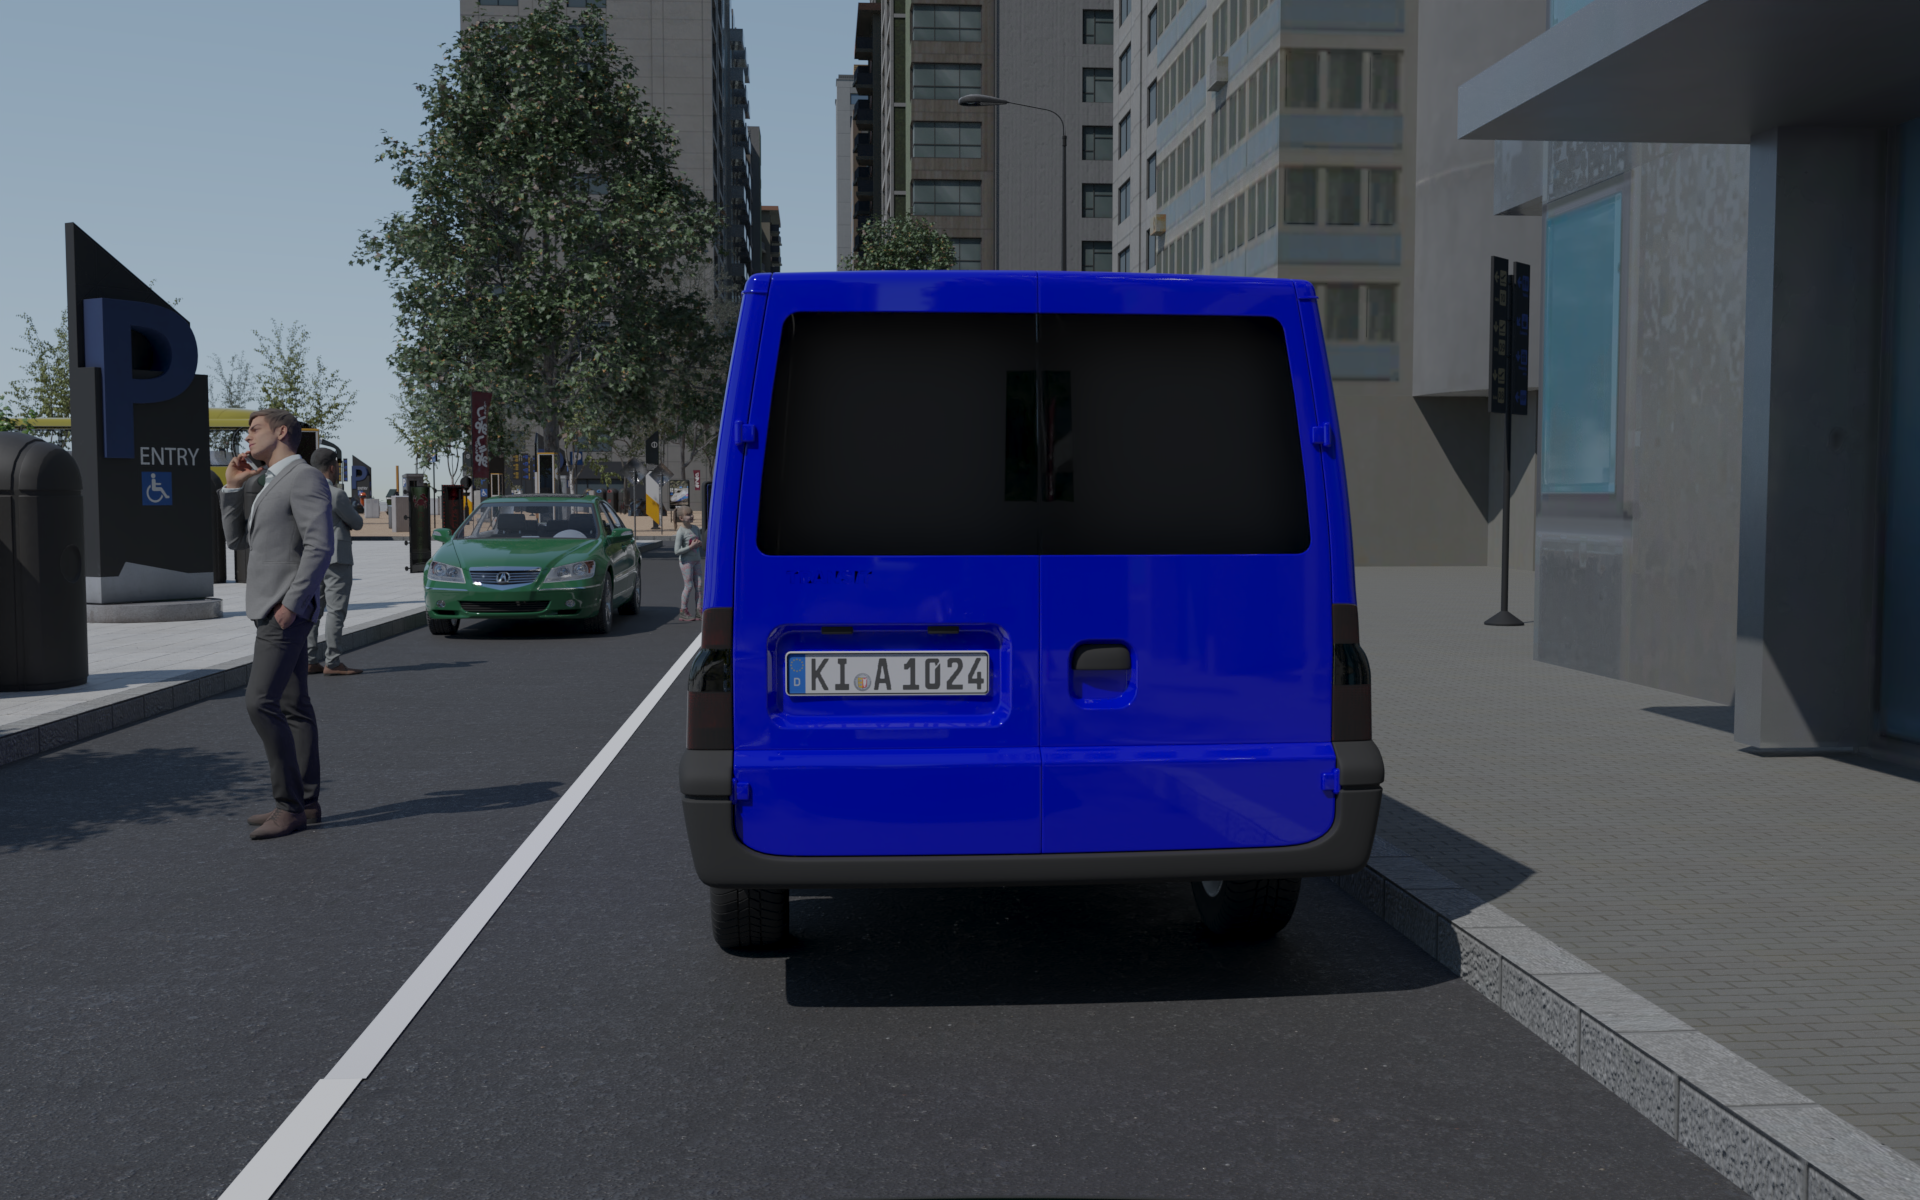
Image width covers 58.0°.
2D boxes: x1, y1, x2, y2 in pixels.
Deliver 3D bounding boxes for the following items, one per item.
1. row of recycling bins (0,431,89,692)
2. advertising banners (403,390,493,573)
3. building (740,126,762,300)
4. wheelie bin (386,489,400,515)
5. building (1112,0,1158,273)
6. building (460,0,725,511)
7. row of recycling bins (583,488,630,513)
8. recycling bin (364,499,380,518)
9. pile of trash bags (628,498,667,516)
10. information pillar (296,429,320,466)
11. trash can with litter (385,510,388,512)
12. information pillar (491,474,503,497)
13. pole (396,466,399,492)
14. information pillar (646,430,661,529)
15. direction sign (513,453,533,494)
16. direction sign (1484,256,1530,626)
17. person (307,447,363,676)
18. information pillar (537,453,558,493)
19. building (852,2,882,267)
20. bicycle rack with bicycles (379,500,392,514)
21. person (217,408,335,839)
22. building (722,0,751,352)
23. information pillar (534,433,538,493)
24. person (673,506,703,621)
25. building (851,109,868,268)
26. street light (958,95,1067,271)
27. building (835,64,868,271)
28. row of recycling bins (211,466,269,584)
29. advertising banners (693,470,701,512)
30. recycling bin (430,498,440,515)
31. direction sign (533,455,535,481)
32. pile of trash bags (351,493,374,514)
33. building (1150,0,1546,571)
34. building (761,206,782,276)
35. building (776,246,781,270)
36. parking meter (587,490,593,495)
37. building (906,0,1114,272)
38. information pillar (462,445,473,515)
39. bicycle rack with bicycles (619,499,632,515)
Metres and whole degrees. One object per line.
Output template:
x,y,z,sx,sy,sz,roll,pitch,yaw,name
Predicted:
-7.005,-0.199,10.366,1.069,1.692,3.534,2,4,33,row of recycling bins
-8.463,-1.994,28.794,0.090,3.025,2.074,2,4,27,advertising banners
-28.565,-30.761,186.530,14.154,41.232,14.086,0,4,-5,building
-34.644,-5.991,105.853,0.980,1.594,0.693,2,4,31,wheelie bin
3.283,-41.202,111.904,20.563,71.187,20.611,0,4,-5,building
-27.126,-42.756,137.312,20.563,71.187,20.611,0,4,-5,building
-24.265,-6.841,118.958,3.534,1.692,1.069,1,4,17,row of recycling bins
-31.144,-4.842,91.717,0.722,1.027,0.722,-1,4,-22,recycling bin
-17.471,-5.545,100.412,3.447,1.369,1.912,-1,4,-19,pile of trash bags
-7.394,-0.925,19.612,0.304,2.012,0.304,-1,4,-20,information pillar
-38.897,-6.570,118.804,0.624,1.170,1.055,3,4,38,trash can with litter
-16.602,-3.524,62.115,0.304,2.012,0.304,1,4,9,information pillar
-40.130,-7.937,123.607,0.158,3.312,0.155,0,3,0,pole
-11.147,-4.375,62.882,0.504,3.616,0.183,0,4,2,information pillar
-24.358,-6.366,96.086,0.876,3.537,0.379,0,4,-1,direction sign
5.335,-1.522,16.875,0.379,3.537,0.876,3,5,40,direction sign
-4.979,-0.313,13.796,0.511,1.800,0.466,1,4,19,person
-7.358,-1.619,30.969,0.304,2.012,0.304,0,4,0,information pillar
1.582,-30.661,155.926,22.147,44.769,28.867,0,4,-5,building
-33.422,-5.398,101.633,2.852,0.926,2.925,-1,4,-22,bicycle rack with bicycles
-2.921,0.077,7.415,0.473,1.802,0.592,-1,4,-19,person
-31.171,-33.258,163.378,23.786,49.044,30.456,0,4,-5,building
-16.107,-4.561,65.923,0.183,3.616,0.504,0,4,-7,information pillar
-3.023,-0.416,19.588,0.394,1.301,0.425,1,4,20,person
-5.405,-33.520,198.158,14.600,45.320,14.200,0,4,-5,building
0.681,-2.925,20.359,1.470,5.913,1.316,0,4,-5,street light
-6.962,-43.018,245.338,21.231,58.520,28.212,0,4,-5,building
-11.419,-1.076,24.705,3.534,1.692,1.069,-1,4,-21,row of recycling bins
-18.286,-7.902,125.381,2.074,3.025,0.090,0,4,1,advertising banners
-31.896,-5.666,105.188,0.722,1.027,0.722,0,4,6,recycling bin
-25.071,-6.692,101.412,0.876,3.537,0.379,2,4,25,direction sign
-39.168,-6.356,113.669,1.912,1.369,3.447,-1,4,-20,pile of trash bags
17.373,-21.030,35.728,32.217,40.220,23.993,0,4,-5,building
-37.329,-36.700,254.662,22.147,44.769,28.867,0,4,-5,building
-35.720,-36.258,276.408,14.154,41.232,14.086,0,4,-5,building
-24.943,-6.624,116.717,0.372,1.533,0.369,0,3,0,parking meter
4.303,-19.065,83.418,14.160,30.474,14.107,0,4,-5,building
-23.304,-5.543,81.980,0.504,3.616,0.183,1,4,17,information pillar
-24.036,-6.793,124.448,2.925,0.926,2.852,-1,4,-12,bicycle rack with bicycles
